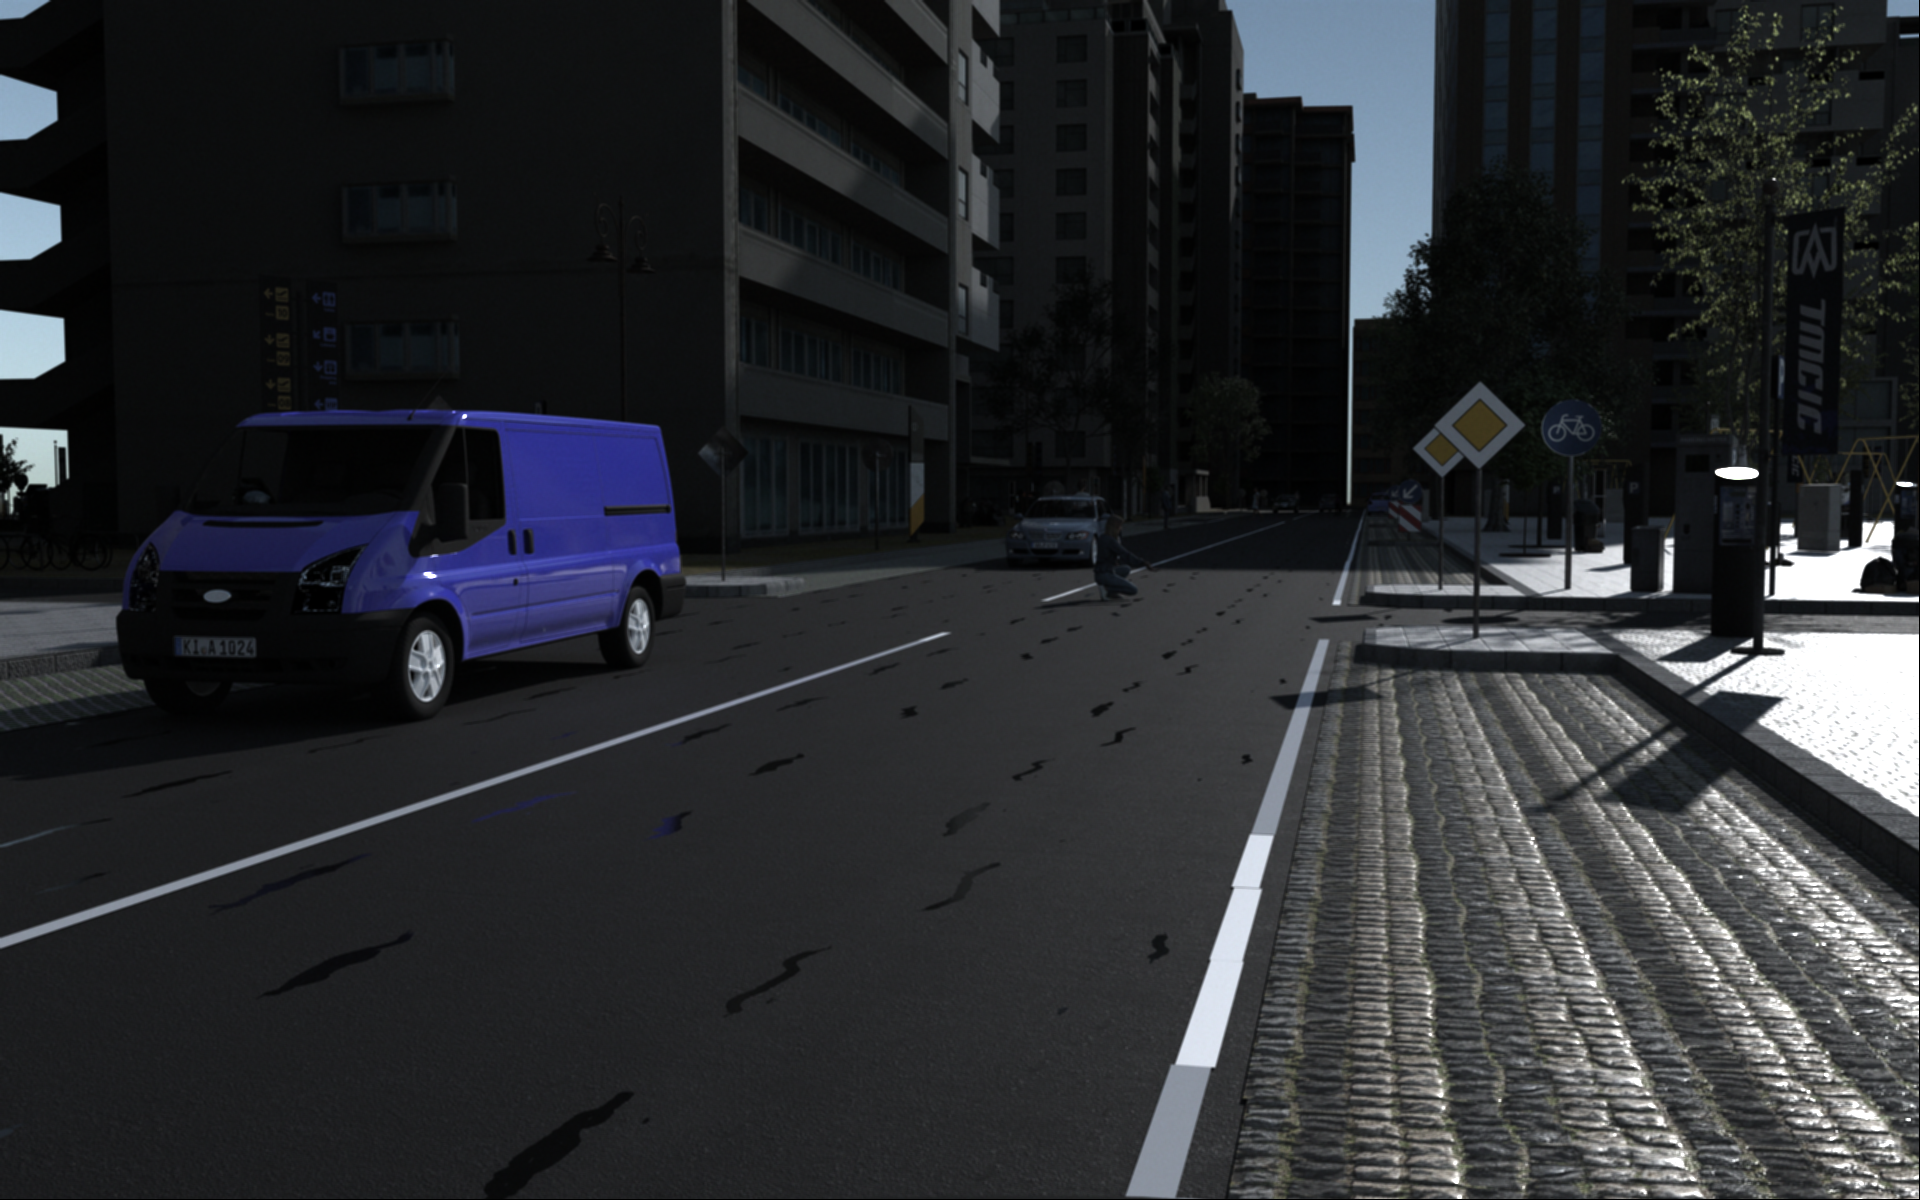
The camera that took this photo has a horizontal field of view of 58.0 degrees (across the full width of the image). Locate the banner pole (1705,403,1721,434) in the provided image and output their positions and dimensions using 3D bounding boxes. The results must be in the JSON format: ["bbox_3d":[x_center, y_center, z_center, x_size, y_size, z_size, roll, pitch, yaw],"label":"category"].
[{"bbox_3d":[20.635,-3.523,47.612,0.863,3.779,0.401,-3,4,-37],"label":"banner pole"}]

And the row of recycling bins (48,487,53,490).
[{"bbox_3d":[-55.173,-6.022,105.579,3.534,1.692,1.069,2,4,25],"label":"row of recycling bins"}]

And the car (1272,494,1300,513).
[{"bbox_3d":[24.956,-7.388,132.587,2.131,1.459,4.920,1,4,13],"label":"car"}]

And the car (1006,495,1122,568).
[{"bbox_3d":[2.192,-1.435,35.464,2.014,1.417,4.499,1,4,15],"label":"car"}]

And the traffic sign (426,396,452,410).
[{"bbox_3d":[-5.326,-0.861,17.719,0.795,2.450,0.064,1,4,13],"label":"traffic sign"}]

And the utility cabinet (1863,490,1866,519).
[{"bbox_3d":[46.084,-4.939,89.425,1.173,1.500,0.318,1,4,20],"label":"utility cabinet"}]

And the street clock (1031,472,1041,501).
[{"bbox_3d":[2.544,-3.249,57.683,0.358,2.002,0.471,0,4,2],"label":"street clock"}]

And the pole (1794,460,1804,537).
[{"bbox_3d":[24.881,-3.515,51.319,0.158,3.312,0.155,0,3,0],"label":"pole"}]

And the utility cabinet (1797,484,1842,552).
[{"bbox_3d":[18.979,-1.810,38.276,0.318,1.500,1.173,0,4,-4],"label":"utility cabinet"}]

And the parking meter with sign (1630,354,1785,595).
[{"bbox_3d":[9.625,-1.596,22.362,1.738,3.016,0.543,2,4,34],"label":"parking meter with sign"}]

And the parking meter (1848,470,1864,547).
[{"bbox_3d":[21.882,-2.237,42.281,0.255,1.863,0.399,3,4,37],"label":"parking meter"}]

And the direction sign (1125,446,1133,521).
[{"bbox_3d":[8.011,-5.501,81.939,0.379,3.537,0.876,0,4,3],"label":"direction sign"}]

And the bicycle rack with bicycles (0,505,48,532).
[{"bbox_3d":[-36.031,-3.117,64.346,2.852,0.926,2.925,-1,4,-10],"label":"bicycle rack with bicycles"}]

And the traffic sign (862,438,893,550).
[{"bbox_3d":[-1.899,-2.414,39.574,0.768,2.556,0.104,1,4,18],"label":"traffic sign"}]

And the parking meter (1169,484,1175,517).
[{"bbox_3d":[12.037,-5.695,98.817,0.399,1.863,0.255,3,4,39],"label":"parking meter"}]

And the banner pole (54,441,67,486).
[{"bbox_3d":[-42.255,-5.586,81.342,0.401,3.779,0.863,1,4,15],"label":"banner pole"}]

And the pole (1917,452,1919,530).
[{"bbox_3d":[32.767,-3.985,59.001,0.158,3.312,0.155,0,3,0],"label":"pole"}]

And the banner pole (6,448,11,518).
[{"bbox_3d":[-50.921,-6.275,92.613,0.401,3.779,0.863,-1,4,-22],"label":"banner pole"}]

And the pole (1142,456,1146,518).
[{"bbox_3d":[9.781,-6.001,91.957,0.158,3.312,0.155,0,3,0],"label":"pole"}]

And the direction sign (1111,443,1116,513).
[{"bbox_3d":[6.780,-5.173,76.577,0.379,3.537,0.876,1,4,15],"label":"direction sign"}]

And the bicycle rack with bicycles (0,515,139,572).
[{"bbox_3d":[-15.462,-0.995,29.644,2.925,0.926,2.852,2,4,30],"label":"bicycle rack with bicycles"}]

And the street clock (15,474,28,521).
[{"bbox_3d":[-33.635,-3.518,62.086,0.471,2.002,0.358,2,4,26],"label":"street clock"}]

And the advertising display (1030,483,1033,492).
[{"bbox_3d":[4.079,-5.616,97.037,0.123,1.923,0.974,1,4,15],"label":"advertising display"}]

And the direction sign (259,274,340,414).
[{"bbox_3d":[-6.922,-1.605,18.243,0.379,3.537,0.876,3,4,38],"label":"direction sign"}]

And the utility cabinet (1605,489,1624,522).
[{"bbox_3d":[29.420,-4.192,77.219,1.173,1.500,0.318,1,4,19],"label":"utility cabinet"}]

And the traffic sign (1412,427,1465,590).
[{"bbox_3d":[6.430,-1.192,23.131,0.795,2.450,0.064,1,4,13],"label":"traffic sign"}]

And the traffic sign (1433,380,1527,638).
[{"bbox_3d":[4.591,-0.717,15.360,0.795,2.450,0.064,1,4,13],"label":"traffic sign"}]

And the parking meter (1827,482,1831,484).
[{"bbox_3d":[36.413,-4.104,72.818,0.399,1.863,0.255,1,4,19],"label":"parking meter"}]

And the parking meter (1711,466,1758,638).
[{"bbox_3d":[6.985,-0.440,15.605,0.372,1.533,0.369,0,3,0],"label":"parking meter"}]

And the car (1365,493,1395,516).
[{"bbox_3d":[27.806,-6.420,114.560,1.945,1.707,3.694,1,4,13],"label":"car"}]

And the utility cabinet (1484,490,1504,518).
[{"bbox_3d":[28.092,-5.031,90.934,0.318,1.500,1.173,-3,4,-36],"label":"utility cabinet"}]

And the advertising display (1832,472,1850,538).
[{"bbox_3d":[25.970,-2.788,50.799,0.974,1.923,0.123,-1,4,-20],"label":"advertising display"}]

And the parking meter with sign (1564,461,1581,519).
[{"bbox_3d":[32.083,-5.765,90.522,0.543,3.016,1.738,0,4,-2],"label":"parking meter with sign"}]

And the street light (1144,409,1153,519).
[{"bbox_3d":[9.913,-7.187,90.301,0.468,5.910,1.993,1,4,13],"label":"street light"}]

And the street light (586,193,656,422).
[{"bbox_3d":[-5.233,-3.312,26.933,0.468,5.910,1.993,1,4,13],"label":"street light"}]

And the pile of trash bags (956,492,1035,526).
[{"bbox_3d":[1.346,-3.650,69.434,3.447,1.369,1.912,0,4,-7],"label":"pile of trash bags"}]

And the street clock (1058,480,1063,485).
[{"bbox_3d":[5.270,-5.311,91.402,0.358,2.002,0.471,1,4,21],"label":"street clock"}]

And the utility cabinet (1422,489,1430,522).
[{"bbox_3d":[21.285,-4.316,79.241,0.318,1.500,1.173,1,4,13],"label":"utility cabinet"}]

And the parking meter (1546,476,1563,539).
[{"bbox_3d":[16.871,-2.657,49.157,0.399,1.863,0.255,0,4,4],"label":"parking meter"}]

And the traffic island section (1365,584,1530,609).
[{"bbox_3d":[6.455,-0.056,23.203,2.009,0.180,2.903,1,4,13],"label":"traffic island section"}]

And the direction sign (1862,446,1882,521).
[{"bbox_3d":[43.526,-5.548,82.709,0.379,3.537,0.876,-3,4,-38],"label":"direction sign"}]

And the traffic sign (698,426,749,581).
[{"bbox_3d":[-3.486,-1.336,25.490,0.795,2.450,0.064,1,4,13],"label":"traffic sign"}]

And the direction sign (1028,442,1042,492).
[{"bbox_3d":[3.231,-5.119,75.690,0.876,3.537,0.379,3,5,41],"label":"direction sign"}]

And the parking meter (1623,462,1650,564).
[{"bbox_3d":[12.386,-1.592,31.746,0.255,1.863,0.399,-3,5,-43],"label":"parking meter"}]

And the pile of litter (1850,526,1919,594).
[{"bbox_3d":[12.504,-0.523,22.520,1.719,0.858,1.176,1,4,17],"label":"pile of litter"}]

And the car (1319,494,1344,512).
[{"bbox_3d":[29.769,-7.765,138.965,2.014,1.417,4.499,1,4,14],"label":"car"}]

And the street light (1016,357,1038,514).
[{"bbox_3d":[2.268,-5.251,58.634,0.468,5.910,1.993,1,4,13],"label":"street light"}]

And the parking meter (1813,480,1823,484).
[{"bbox_3d":[34.435,-3.905,69.553,0.255,1.863,0.399,0,4,2],"label":"parking meter"}]

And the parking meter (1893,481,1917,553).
[{"bbox_3d":[18.190,-1.524,33.331,0.372,1.533,0.369,0,3,0],"label":"parking meter"}]

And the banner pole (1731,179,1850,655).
[{"bbox_3d":[6.560,-1.447,13.670,0.401,3.779,0.863,-2,4,-31],"label":"banner pole"}]

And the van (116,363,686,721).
[{"bbox_3d":[-3.886,-0.517,12.843,2.240,2.365,5.245,1,4,12],"label":"van"}]

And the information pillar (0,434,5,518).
[{"bbox_3d":[-37.729,-4.698,68.166,0.183,3.616,0.504,-3,5,-42],"label":"information pillar"}]

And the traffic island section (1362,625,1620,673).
[{"bbox_3d":[4.616,0.419,15.432,2.009,0.180,2.903,1,4,13],"label":"traffic island section"}]

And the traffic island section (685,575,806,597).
[{"bbox_3d":[-3.511,-0.200,25.558,2.009,0.180,2.903,1,4,13],"label":"traffic island section"}]

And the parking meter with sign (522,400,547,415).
[{"bbox_3d":[-8.531,-2.182,31.942,1.738,3.016,0.543,-2,4,-30],"label":"parking meter with sign"}]

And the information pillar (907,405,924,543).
[{"bbox_3d":[-1.166,-3.336,45.895,0.504,3.616,0.183,-3,5,-43],"label":"information pillar"}]

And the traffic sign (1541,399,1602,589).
[{"bbox_3d":[8.219,-1.421,23.343,0.768,2.556,0.104,1,4,16],"label":"traffic sign"}]

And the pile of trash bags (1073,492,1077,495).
[{"bbox_3d":[4.678,-4.505,83.401,1.912,1.369,3.447,-3,5,-43],"label":"pile of trash bags"}]
